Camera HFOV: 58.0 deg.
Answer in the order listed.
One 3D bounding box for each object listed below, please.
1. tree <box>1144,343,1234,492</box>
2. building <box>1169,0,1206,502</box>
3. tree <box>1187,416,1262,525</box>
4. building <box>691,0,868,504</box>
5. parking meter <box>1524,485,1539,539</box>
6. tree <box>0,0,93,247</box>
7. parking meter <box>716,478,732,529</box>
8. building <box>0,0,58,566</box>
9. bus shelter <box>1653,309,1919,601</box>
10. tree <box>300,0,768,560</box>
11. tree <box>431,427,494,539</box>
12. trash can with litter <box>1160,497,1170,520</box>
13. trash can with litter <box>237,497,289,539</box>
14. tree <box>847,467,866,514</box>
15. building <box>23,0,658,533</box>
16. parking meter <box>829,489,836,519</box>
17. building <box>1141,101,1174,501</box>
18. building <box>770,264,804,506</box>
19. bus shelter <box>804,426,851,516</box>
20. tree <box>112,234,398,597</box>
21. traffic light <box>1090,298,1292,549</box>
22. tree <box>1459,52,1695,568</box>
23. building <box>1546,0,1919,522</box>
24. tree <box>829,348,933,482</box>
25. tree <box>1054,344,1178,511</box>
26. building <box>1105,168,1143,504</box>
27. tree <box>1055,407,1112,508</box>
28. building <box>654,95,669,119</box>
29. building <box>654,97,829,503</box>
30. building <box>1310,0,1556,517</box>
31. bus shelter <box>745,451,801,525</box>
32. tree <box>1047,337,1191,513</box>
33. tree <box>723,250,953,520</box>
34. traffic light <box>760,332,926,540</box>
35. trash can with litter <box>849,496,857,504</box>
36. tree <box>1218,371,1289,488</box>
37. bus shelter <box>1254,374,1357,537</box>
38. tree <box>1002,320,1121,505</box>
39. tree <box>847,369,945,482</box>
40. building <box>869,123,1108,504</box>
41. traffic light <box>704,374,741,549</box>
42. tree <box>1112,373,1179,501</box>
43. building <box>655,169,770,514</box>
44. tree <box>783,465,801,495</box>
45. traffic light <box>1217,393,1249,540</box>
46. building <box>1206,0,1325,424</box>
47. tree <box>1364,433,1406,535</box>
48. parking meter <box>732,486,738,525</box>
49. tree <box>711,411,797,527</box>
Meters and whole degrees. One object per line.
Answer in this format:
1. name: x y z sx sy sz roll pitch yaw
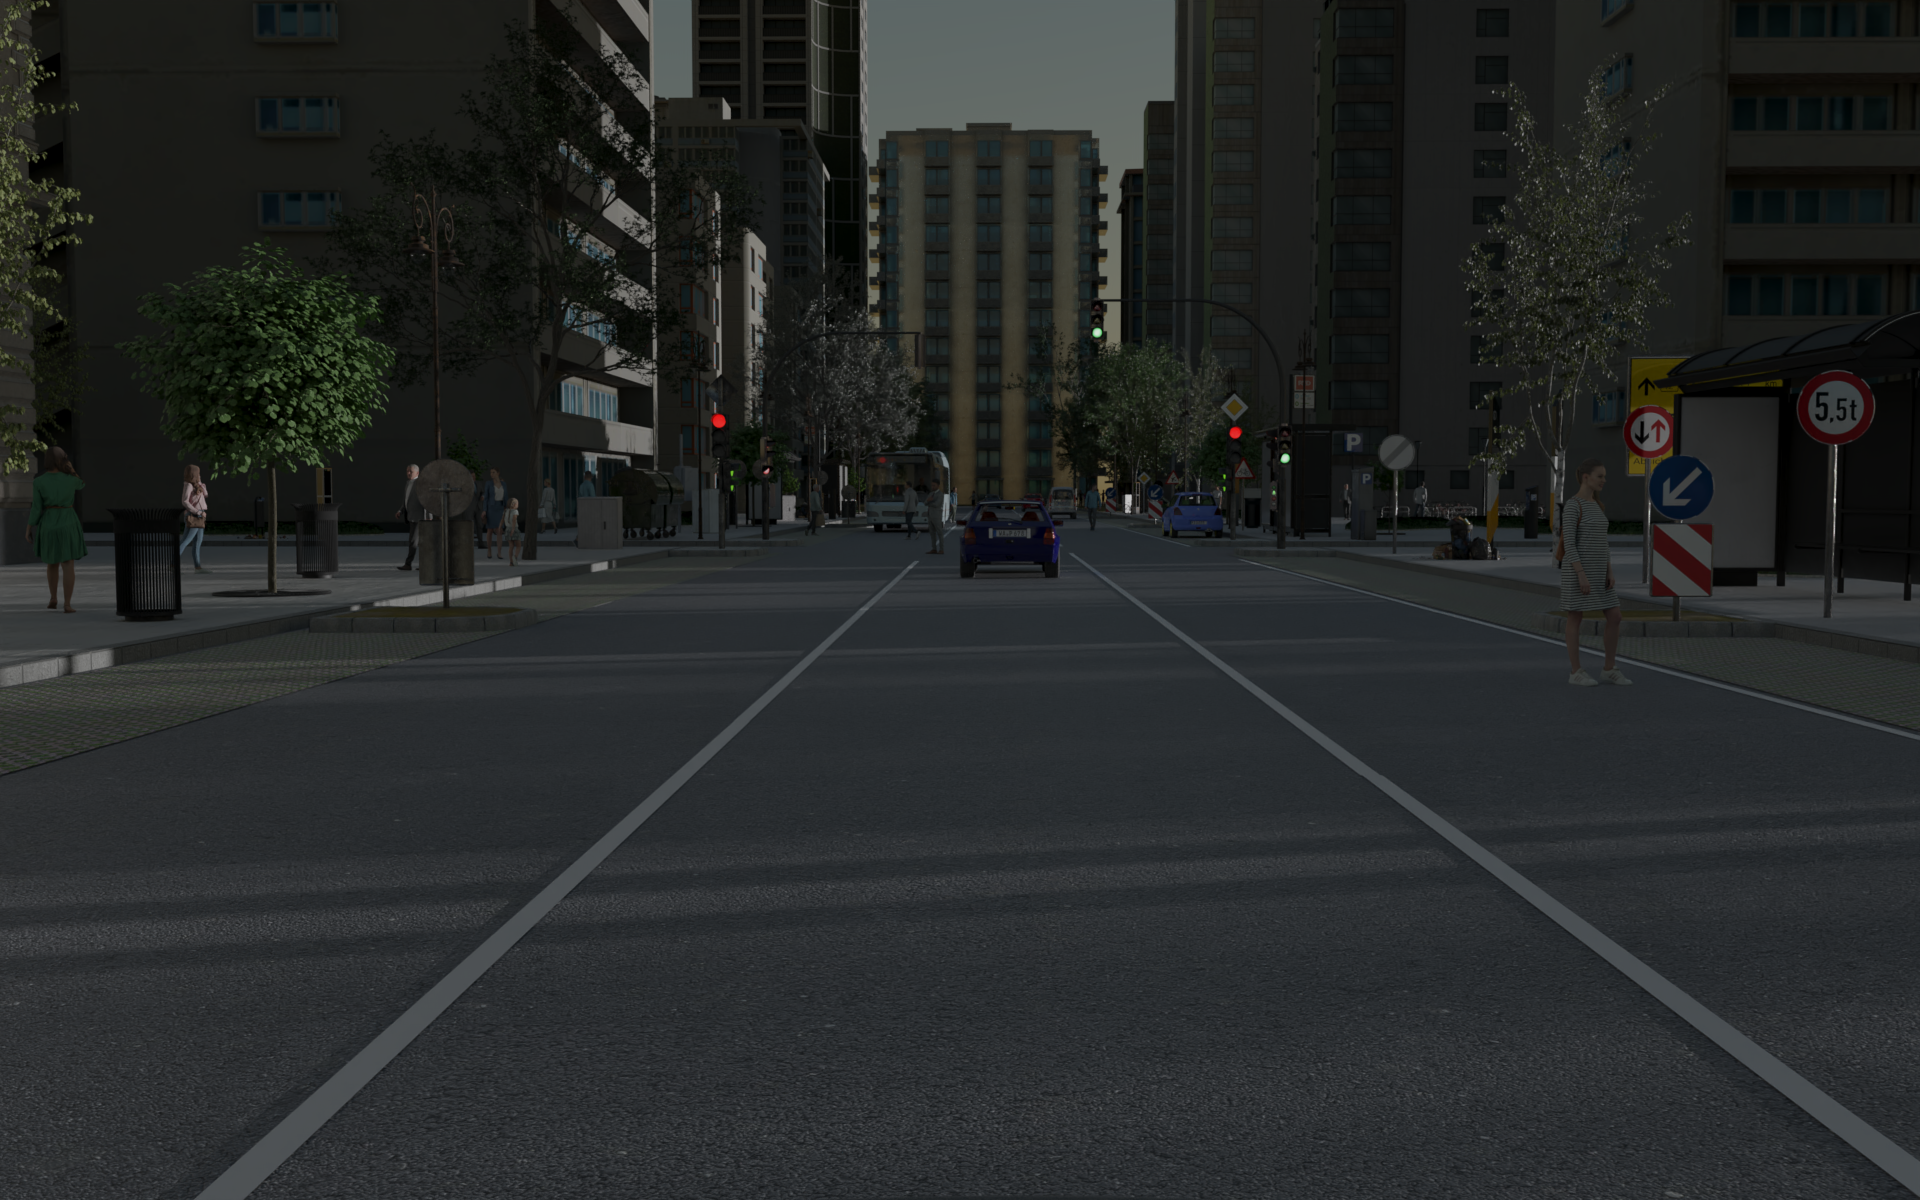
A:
1. tree: 11.321 -8.168 83.903 4.360 8.622 3.978 0 3 0
2. building: 30.498 -37.883 161.394 21.231 58.520 28.212 0 4 1
3. tree: 11.341 -5.460 72.977 4.285 4.588 4.351 0 3 0
4. building: -22.899 -48.088 224.492 20.611 71.187 20.563 0 4 1
5. parking meter: 16.415 -2.529 49.756 0.372 1.533 0.369 0 3 0
6. tree: -13.919 -4.487 23.722 4.737 8.622 4.395 0 3 0
7. parking meter: -8.672 -3.520 63.257 0.399 1.863 0.255 2 4 26
8. building: -26.490 -12.126 27.132 19.941 23.489 11.050 0 4 1
9. bus shelter: 10.664 -1.689 21.543 2.014 3.302 5.546 0 4 1
10. tree: -8.185 -6.037 33.123 8.767 10.594 7.601 -3 5 -39
11. tree: -14.531 -3.392 50.055 1.663 3.219 1.824 0 3 0
12. trash can with litter: 10.408 -4.587 86.378 1.055 1.170 0.624 2 4 27
13. trash can with litter: -20.001 -2.383 50.019 1.678 1.210 2.233 0 4 -4
14. tree: -7.046 -7.213 112.534 1.663 3.219 1.824 0 3 0
15. building: -24.375 -27.054 66.030 21.300 48.544 21.600 0 4 1
16. parking meter: -6.500 -4.874 88.103 0.372 1.533 0.369 0 3 0
17. building: 26.199 -30.568 183.380 14.154 41.232 14.086 0 4 1
18. building: -27.919 -17.964 138.744 27.650 21.520 28.899 0 4 1
19. bus shelter: -7.997 -7.748 104.319 2.179 5.291 8.768 0 4 1
20. tree: -8.868 -2.341 21.997 4.285 4.588 4.351 0 3 0
21. traffic light: 5.387 -4.013 40.278 4.771 5.953 1.251 0 4 1
22. tree: 10.438 -4.868 29.959 4.360 8.622 3.978 0 3 0
23. building: 34.904 -27.078 66.425 21.600 48.544 21.300 0 4 1
24. tree: -6.736 -13.214 134.179 7.486 12.596 7.792 0 3 0
25. tree: 11.960 -13.170 132.338 9.611 12.733 9.660 0 3 0
26. building: 33.585 -34.896 225.174 28.867 44.769 22.147 0 4 1
27. tree: 11.967 -13.643 157.472 7.601 10.594 8.767 1 4 15
28. building: -46.876 -39.161 229.523 27.495 52.752 28.713 0 4 1
29. building: -25.867 -29.597 175.797 23.993 40.220 32.217 0 4 1
30. building: 27.664 -20.185 101.719 14.160 30.474 14.107 0 4 1
31. bus shelter: -8.119 -4.930 74.528 2.014 3.302 5.546 0 4 1
32. tree: 11.608 -11.596 115.351 9.928 11.665 9.643 0 3 0
33. tree: -7.102 -10.767 86.410 12.009 13.543 11.850 0 3 0
34. traffic light: -3.345 -4.521 48.579 4.771 5.953 1.251 0 4 1
35. trash can with litter: -7.335 -6.323 114.765 1.055 1.170 0.624 2 4 32
36. tree: 16.942 -9.277 102.037 4.737 8.622 4.395 0 3 0
37. bus shelter: 10.813 -4.780 55.783 2.179 5.291 8.768 0 4 1
38. tree: 11.307 -20.337 188.403 12.611 20.169 13.585 0 3 0
39. tree: -6.097 -15.667 162.811 9.857 13.997 8.962 0 3 0
40. building: 3.676 -37.099 226.176 30.456 49.044 23.786 0 4 1
41. traffic light: -5.579 -3.161 40.597 0.839 4.253 0.868 0 4 1
42. tree: 11.351 -9.407 104.161 4.737 8.622 4.395 0 3 0
43. building: -27.619 -16.023 107.015 27.650 21.520 28.899 0 4 1
44. tree: -11.472 -7.284 113.690 1.663 3.219 1.824 0 3 0
45. traffic light: 7.622 -3.636 48.366 0.839 4.253 0.868 0 4 1
46. building: 26.658 -27.951 140.599 14.154 41.232 14.086 0 4 1
47. tree: 13.672 -3.685 54.844 1.663 3.219 1.824 0 3 0
48. parking meter: -9.378 -4.017 71.392 0.399 1.863 0.255 3 5 42
49. tree: -8.061 -5.172 68.272 4.285 4.588 4.351 0 3 0
